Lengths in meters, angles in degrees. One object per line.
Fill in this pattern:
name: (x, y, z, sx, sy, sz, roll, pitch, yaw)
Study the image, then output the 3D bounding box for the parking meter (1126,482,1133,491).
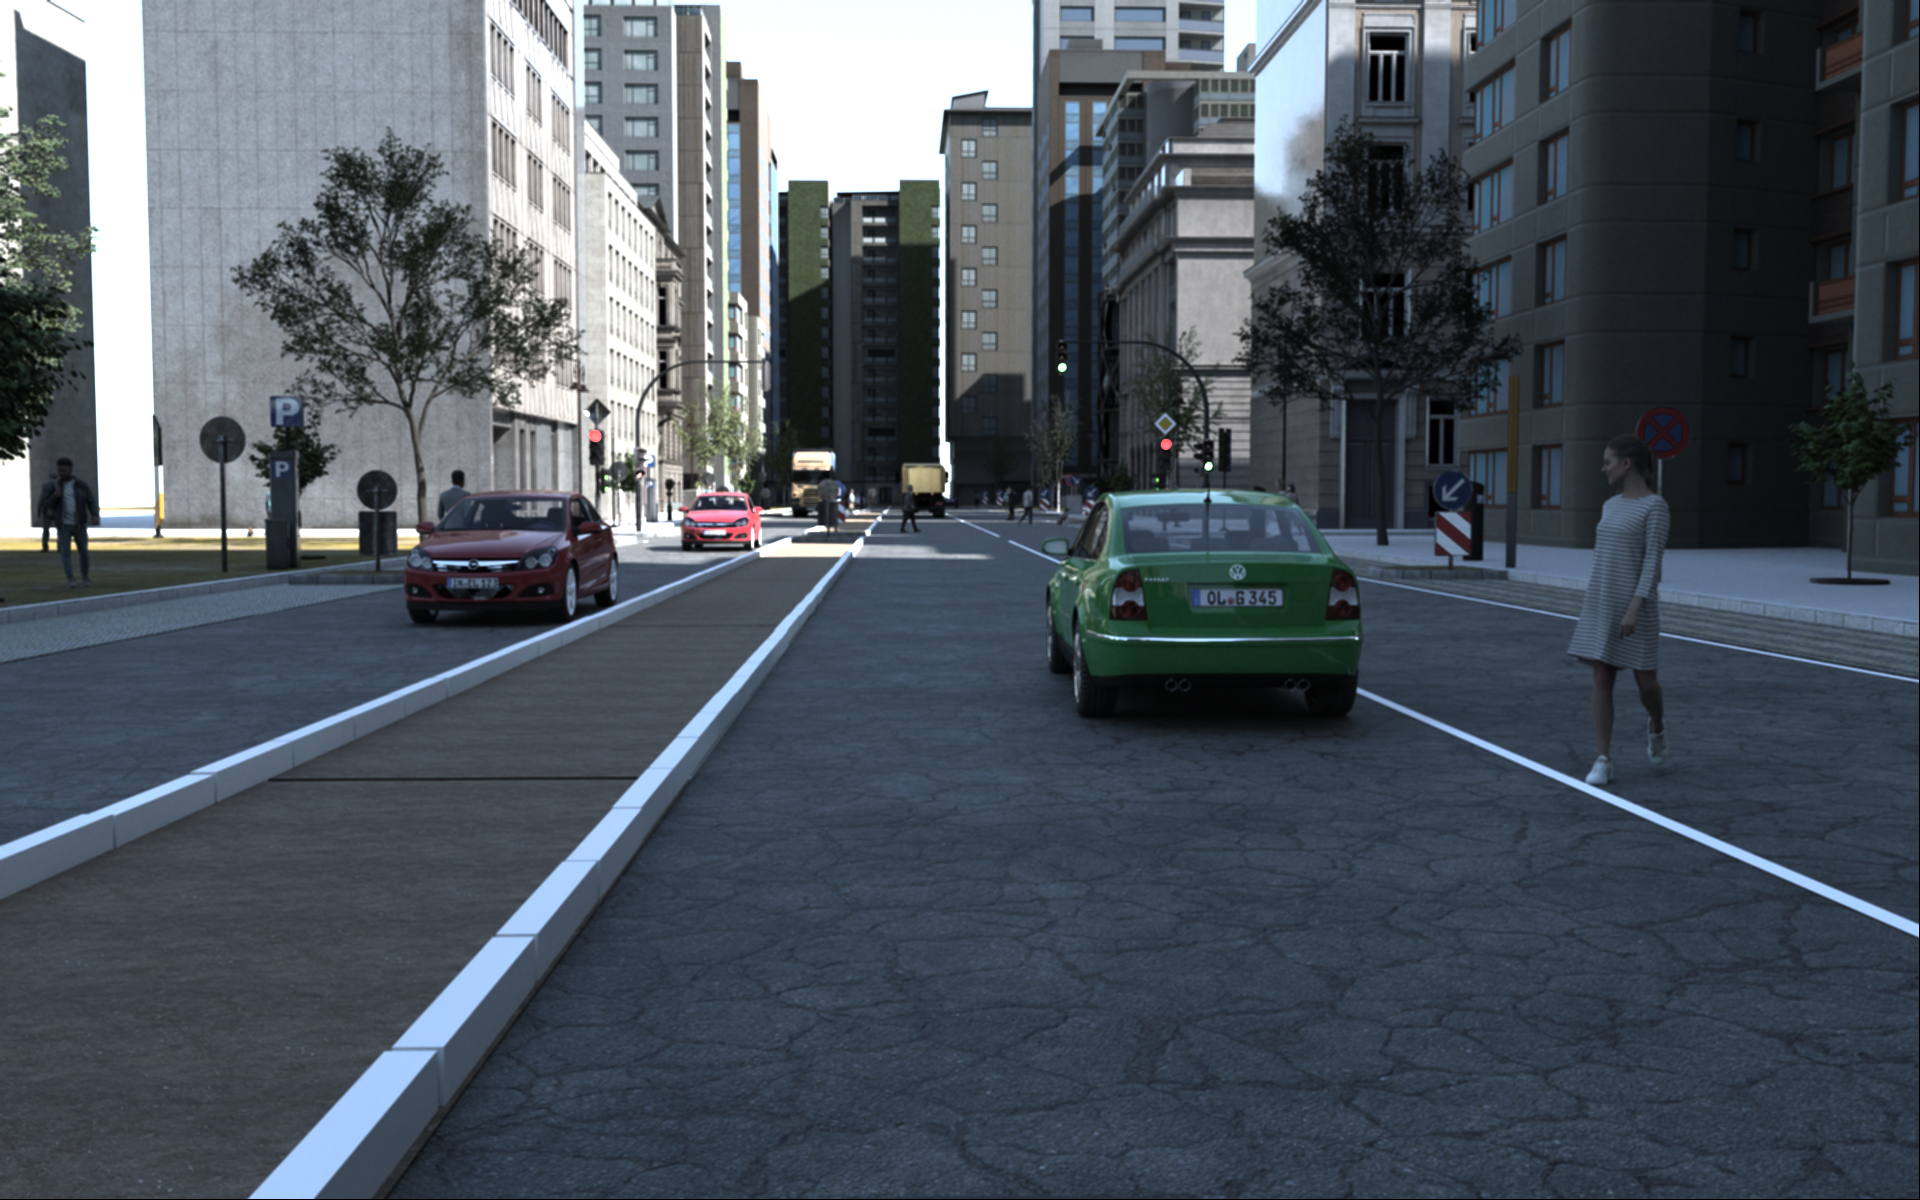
parking meter: (8.156, -4.745, 83.295, 0.255, 1.863, 0.399, 1, 4, 20)

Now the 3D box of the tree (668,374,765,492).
tree: (-15.234, -9.482, 105.399, 4.737, 8.622, 4.395, 0, 3, 0)

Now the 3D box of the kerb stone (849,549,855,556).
kerb stone: (-2.453, -0.988, 38.346, 0.120, 0.150, 1.000, 0, 4, -2)

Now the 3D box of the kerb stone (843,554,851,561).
kerb stone: (-2.342, -0.800, 35.272, 0.120, 0.150, 1.000, 0, 4, -2)

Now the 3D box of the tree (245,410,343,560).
tree: (-13.270, -2.426, 34.268, 1.663, 3.219, 1.824, 0, 3, 0)

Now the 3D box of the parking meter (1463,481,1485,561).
parking meter: (9.912, -1.530, 33.429, 0.372, 1.533, 0.369, 0, 3, 0)

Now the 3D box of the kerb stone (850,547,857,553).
kerb stone: (-2.479, -1.048, 39.368, 0.120, 0.150, 1.000, 0, 4, -2)

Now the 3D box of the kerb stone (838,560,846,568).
kerb stone: (-2.240, -0.610, 32.195, 0.120, 0.150, 1.000, 0, 4, -2)

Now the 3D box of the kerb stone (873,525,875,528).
kerb stone: (-3.423, -2.710, 66.525, 0.120, 0.150, 1.000, 0, 4, -2)

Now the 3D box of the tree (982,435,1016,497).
tree: (4.803, -15.797, 208.645, 4.360, 8.622, 3.978, 0, 3, 0)

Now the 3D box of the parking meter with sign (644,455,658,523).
parking meter with sign: (-13.995, -5.029, 78.485, 0.543, 3.016, 1.738, 0, 4, -2)

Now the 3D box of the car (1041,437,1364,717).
car: (1.609, -0.228, 12.524, 1.959, 1.807, 4.718, 0, 4, -1)

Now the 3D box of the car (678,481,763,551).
car: (-6.165, -2.195, 44.936, 2.155, 1.783, 4.494, 0, 4, -3)

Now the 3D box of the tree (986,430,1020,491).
tree: (4.693, -15.327, 200.960, 4.737, 8.622, 4.395, 0, 3, 0)

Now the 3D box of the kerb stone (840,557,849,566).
kerb stone: (-2.262, -0.675, 33.226, 0.120, 0.150, 1.000, 0, 4, -2)

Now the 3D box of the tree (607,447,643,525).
tree: (-13.614, -4.693, 71.336, 1.663, 3.219, 1.824, 0, 3, 0)

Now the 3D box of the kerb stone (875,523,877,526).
kerb stone: (-3.571, -2.962, 70.620, 0.120, 0.150, 1.000, 0, 4, -2)

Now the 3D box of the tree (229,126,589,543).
tree: (-13.645, -6.685, 43.714, 8.767, 10.594, 7.601, -2, 4, -30)

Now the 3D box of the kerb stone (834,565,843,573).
kerb stone: (-2.163, -0.477, 30.153, 0.120, 0.150, 1.000, 0, 4, -2)

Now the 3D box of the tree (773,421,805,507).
tree: (-17.362, -13.351, 168.659, 4.737, 8.622, 4.395, 0, 3, 0)

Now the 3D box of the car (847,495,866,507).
car: (-11.469, -11.015, 192.452, 2.083, 1.381, 4.827, 0, 4, 0)

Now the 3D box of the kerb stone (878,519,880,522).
kerb stone: (-3.960, -3.652, 81.909, 0.120, 0.150, 1.000, 0, 4, -2)

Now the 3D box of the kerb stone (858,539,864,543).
kerb stone: (-2.727, -1.485, 46.544, 0.120, 0.150, 1.000, 0, 4, -2)

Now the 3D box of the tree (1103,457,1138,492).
tree: (8.571, -5.873, 90.628, 1.663, 3.219, 1.824, 0, 3, 0)

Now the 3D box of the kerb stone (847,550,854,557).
kerb stone: (-2.411, -0.925, 37.317, 0.120, 0.150, 1.000, 0, 4, -2)

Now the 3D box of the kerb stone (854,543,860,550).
kerb stone: (-2.589, -1.239, 42.449, 0.120, 0.150, 1.000, 0, 4, -2)

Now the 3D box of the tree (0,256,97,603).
tree: (-11.955, -2.233, 20.227, 4.285, 4.588, 4.351, 0, 3, 0)

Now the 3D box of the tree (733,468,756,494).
tree: (-15.686, -8.124, 127.425, 1.663, 3.219, 1.824, 0, 3, 0)

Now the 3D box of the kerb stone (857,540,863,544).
kerb stone: (-2.698, -1.427, 45.522, 0.120, 0.150, 1.000, 0, 4, -2)

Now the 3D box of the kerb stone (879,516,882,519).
kerb stone: (-4.217, -4.091, 89.079, 0.120, 0.150, 1.000, 0, 4, -2)

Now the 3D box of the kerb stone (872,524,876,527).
kerb stone: (-3.461, -2.774, 67.552, 0.120, 0.150, 1.000, 0, 4, -2)

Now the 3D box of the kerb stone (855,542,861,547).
kerb stone: (-2.622, -1.301, 43.471, 0.120, 0.150, 1.000, 0, 4, -2)

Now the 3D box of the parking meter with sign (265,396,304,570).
parking meter with sign: (-11.788, -2.073, 30.157, 0.543, 3.016, 1.738, -1, 4, -15)

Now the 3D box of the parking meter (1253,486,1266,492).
parking meter: (9.013, -2.674, 52.127, 0.372, 1.533, 0.369, 0, 3, 0)

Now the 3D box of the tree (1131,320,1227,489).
tree: (9.087, -7.574, 74.200, 4.737, 8.622, 4.395, 0, 3, 0)

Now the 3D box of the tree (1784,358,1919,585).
tree: (12.704, -1.855, 24.934, 1.663, 3.219, 1.824, 0, 3, 0)

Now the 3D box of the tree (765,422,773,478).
tree: (-15.665, -10.409, 120.545, 4.737, 8.622, 4.395, 0, 3, 0)

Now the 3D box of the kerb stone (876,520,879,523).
kerb stone: (-3.783, -3.339, 76.793, 0.120, 0.150, 1.000, 0, 4, -2)

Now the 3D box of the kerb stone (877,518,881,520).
kerb stone: (-3.988, -3.713, 82.931, 0.120, 0.150, 1.000, 0, 4, -2)

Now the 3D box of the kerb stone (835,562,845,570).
kerb stone: (-2.197, -0.548, 31.174, 0.120, 0.150, 1.000, 0, 4, -2)

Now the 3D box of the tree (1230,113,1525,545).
tree: (10.250, -6.649, 43.116, 7.601, 10.594, 8.767, 0, 4, 7)

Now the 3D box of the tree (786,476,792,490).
tree: (-18.085, -13.057, 197.199, 4.285, 4.588, 4.351, 0, 3, 0)

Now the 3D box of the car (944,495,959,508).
car: (-1.053, -10.160, 178.693, 1.945, 1.354, 3.894, 0, 4, -1)

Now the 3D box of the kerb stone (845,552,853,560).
kerb stone: (-2.379, -0.862, 36.293, 0.120, 0.150, 1.000, 0, 4, -2)

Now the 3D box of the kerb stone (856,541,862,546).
kerb stone: (-2.650, -1.362, 44.502, 0.120, 0.150, 1.000, 0, 4, -2)

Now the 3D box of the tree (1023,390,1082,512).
tree: (6.885, -10.863, 127.979, 4.360, 8.622, 3.978, 0, 3, 0)

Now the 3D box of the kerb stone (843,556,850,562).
kerb stone: (-2.307, -0.735, 34.247, 0.120, 0.150, 1.000, 0, 4, -2)

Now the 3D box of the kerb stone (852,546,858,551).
kerb stone: (-2.518, -1.113, 40.396, 0.120, 0.150, 1.000, 0, 4, -2)

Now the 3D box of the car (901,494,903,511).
car: (-3.966, -8.573, 148.840, 2.281, 1.827, 5.304, 0, 4, -2)

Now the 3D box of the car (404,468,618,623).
car: (-5.268, -0.712, 20.674, 2.155, 1.783, 4.494, 0, 4, -2)

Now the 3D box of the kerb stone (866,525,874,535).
kerb stone: (-3.398, -2.649, 65.500, 0.120, 0.150, 1.000, 0, 4, -2)

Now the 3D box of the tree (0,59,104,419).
tree: (-27.004, -8.347, 43.129, 9.857, 13.997, 8.962, 0, 3, 0)

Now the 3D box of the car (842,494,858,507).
car: (-12.490, -11.584, 198.443, 2.155, 1.783, 4.494, 0, 4, 0)
